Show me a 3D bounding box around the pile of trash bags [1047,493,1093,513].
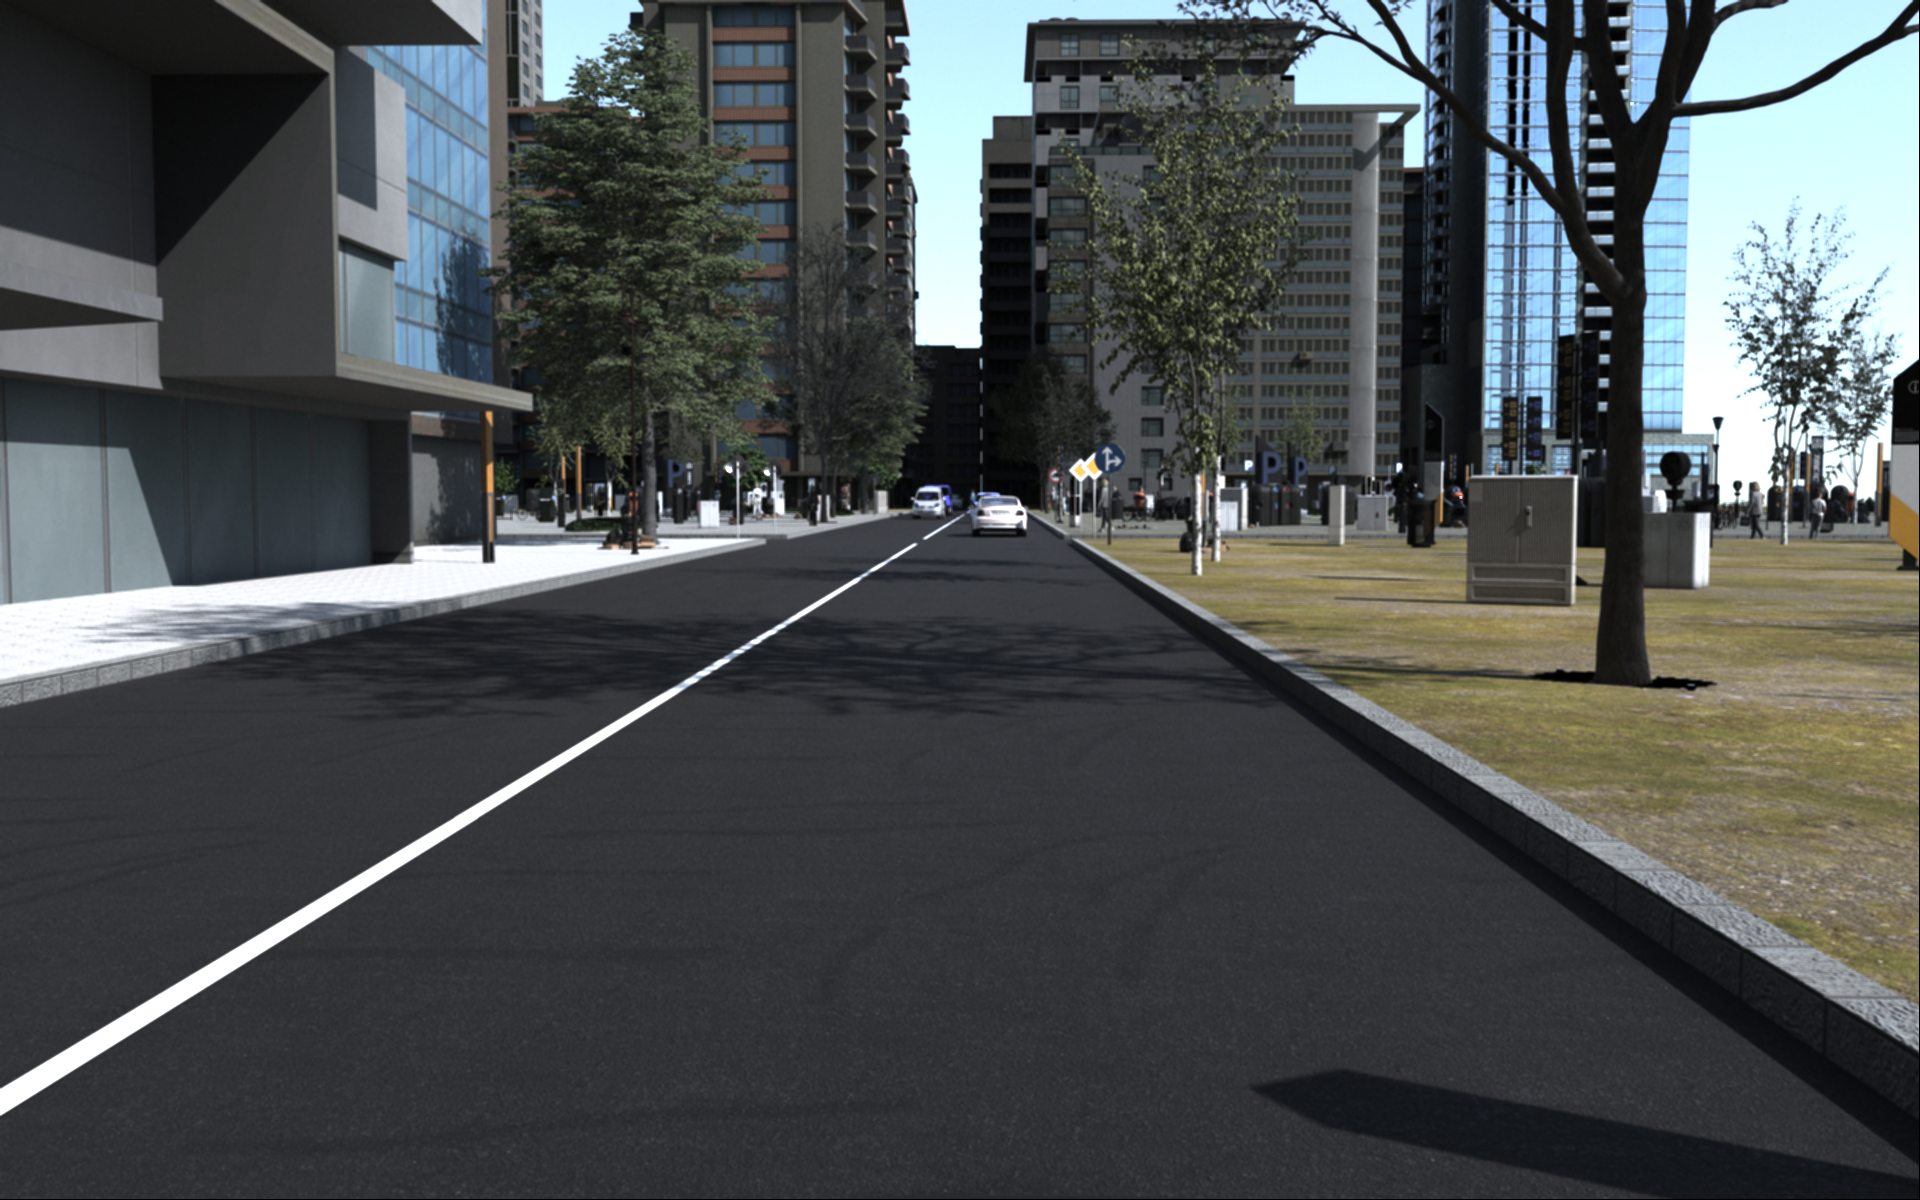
[{"bbox_3d":[7.602,-6.748,120.079,3.447,1.369,1.912,1,4,22],"label":"pile of trash bags"}]

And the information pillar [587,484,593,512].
[{"bbox_3d":[-26.318,-7.258,123.153,0.304,2.012,0.304,2,4,23],"label":"information pillar"}]

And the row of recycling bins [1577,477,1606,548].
[{"bbox_3d":[15.707,-2.179,42.733,1.069,1.692,3.534,1,4,8],"label":"row of recycling bins"}]

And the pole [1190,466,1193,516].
[{"bbox_3d":[9.940,-4.892,73.828,0.158,3.312,0.155,0,3,0],"label":"pole"}]

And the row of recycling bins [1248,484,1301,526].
[{"bbox_3d":[12.753,-3.870,70.381,1.069,1.692,3.534,3,4,38],"label":"row of recycling bins"}]

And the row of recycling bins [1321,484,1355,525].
[{"bbox_3d":[15.865,-3.993,72.393,1.069,1.692,3.534,1,4,23],"label":"row of recycling bins"}]

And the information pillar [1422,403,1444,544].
[{"bbox_3d":[12.085,-3.234,44.238,0.504,3.616,0.183,3,5,40],"label":"information pillar"}]

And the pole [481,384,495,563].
[{"bbox_3d":[-8.788,-2.346,32.205,0.158,3.312,0.155,0,3,0],"label":"pole"}]

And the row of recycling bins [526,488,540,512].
[{"bbox_3d":[-30.722,-7.248,125.623,1.069,1.692,3.534,0,4,-3],"label":"row of recycling bins"}]

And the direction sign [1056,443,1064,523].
[{"bbox_3d":[4.429,-5.183,76.743,0.379,3.537,0.876,1,4,19],"label":"direction sign"}]

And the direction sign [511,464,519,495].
[{"bbox_3d":[-33.328,-8.428,129.792,0.876,3.537,0.379,2,4,33],"label":"direction sign"}]

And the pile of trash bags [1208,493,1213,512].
[{"bbox_3d":[17.881,-6.900,122.562,1.912,1.369,3.447,1,4,15],"label":"pile of trash bags"}]

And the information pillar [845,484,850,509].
[{"bbox_3d":[-8.329,-7.556,128.033,0.304,2.012,0.304,2,4,26],"label":"information pillar"}]

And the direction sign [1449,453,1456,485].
[{"bbox_3d":[27.307,-6.364,96.053,0.379,3.537,0.876,3,4,39],"label":"direction sign"}]

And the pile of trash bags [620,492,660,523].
[{"bbox_3d":[-14.368,-4.126,77.213,1.912,1.369,3.447,0,4,-4],"label":"pile of trash bags"}]

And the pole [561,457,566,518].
[{"bbox_3d":[-21.554,-6.132,94.097,0.158,3.312,0.155,0,3,0],"label":"pole"}]

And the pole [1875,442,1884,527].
[{"bbox_3d":[36.251,-4.554,68.294,0.158,3.312,0.155,0,3,0],"label":"pole"}]

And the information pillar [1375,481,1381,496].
[{"bbox_3d":[22.767,-5.496,94.355,0.304,2.012,0.304,1,4,17],"label":"information pillar"}]

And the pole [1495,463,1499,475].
[{"bbox_3d":[34.923,-7.270,112.711,0.158,3.312,0.155,0,3,0],"label":"pole"}]

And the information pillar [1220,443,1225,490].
[{"bbox_3d":[11.945,-5.374,79.212,0.504,3.616,0.183,-3,5,-43],"label":"information pillar"}]

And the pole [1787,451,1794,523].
[{"bbox_3d":[36.433,-5.021,75.943,0.158,3.312,0.155,0,3,0],"label":"pole"}]

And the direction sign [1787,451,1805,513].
[{"bbox_3d":[44.545,-6.127,92.166,0.876,3.537,0.379,2,4,25],"label":"direction sign"}]

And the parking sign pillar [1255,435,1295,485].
[{"bbox_3d":[14.184,-5.568,79.502,1.447,3.967,1.447,-2,4,-29],"label":"parking sign pillar"}]

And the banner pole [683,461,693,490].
[{"bbox_3d":[-18.240,-7.695,115.831,0.863,3.779,0.401,-2,4,-28],"label":"banner pole"}]

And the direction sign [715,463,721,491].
[{"bbox_3d":[-17.840,-8.302,127.742,0.379,3.537,0.876,2,4,24],"label":"direction sign"}]

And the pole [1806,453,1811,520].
[{"bbox_3d":[42.425,-5.679,86.693,0.158,3.312,0.155,0,3,0],"label":"pole"}]

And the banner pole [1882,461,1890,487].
[{"bbox_3d":[60.885,-7.559,113.609,0.401,3.779,0.863,-3,5,-45],"label":"banner pole"}]

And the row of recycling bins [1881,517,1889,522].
[{"bbox_3d":[44.801,-4.509,80.843,3.534,1.692,1.069,0,4,4],"label":"row of recycling bins"}]

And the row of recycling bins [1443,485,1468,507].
[{"bbox_3d":[31.164,-5.960,104.559,3.534,1.692,1.069,3,4,39],"label":"row of recycling bins"}]

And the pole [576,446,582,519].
[{"bbox_3d":[-16.271,-4.896,73.885,0.158,3.312,0.155,0,3,0],"label":"pole"}]

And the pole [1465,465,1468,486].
[{"bbox_3d":[35.970,-7.900,123.008,0.158,3.312,0.155,0,3,0],"label":"pole"}]

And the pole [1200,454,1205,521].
[{"bbox_3d":[8.793,-4.223,62.893,0.158,3.312,0.155,0,3,0],"label":"pole"}]

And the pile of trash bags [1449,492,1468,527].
[{"bbox_3d":[20.203,-3.610,68.770,1.912,1.369,3.447,0,4,-4],"label":"pile of trash bags"}]

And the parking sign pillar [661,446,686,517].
[{"bbox_3d":[-16.014,-6.640,97.029,1.447,3.967,1.447,3,5,45],"label":"parking sign pillar"}]

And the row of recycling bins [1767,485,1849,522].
[{"bbox_3d":[39.496,-4.502,80.714,3.534,1.692,1.069,3,4,37],"label":"row of recycling bins"}]

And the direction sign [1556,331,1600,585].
[{"bbox_3d":[8.718,-1.989,24.513,0.379,3.537,0.876,-1,4,-18],"label":"direction sign"}]

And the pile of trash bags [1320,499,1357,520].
[{"bbox_3d":[18.497,-4.585,84.711,1.912,1.369,3.447,2,4,29],"label":"pile of trash bags"}]

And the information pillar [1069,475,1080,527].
[{"bbox_3d":[4.425,-3.807,66.732,0.304,2.012,0.304,3,5,45],"label":"information pillar"}]

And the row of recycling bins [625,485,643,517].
[{"bbox_3d":[-15.551,-4.670,83.464,1.069,1.692,3.534,0,4,-7],"label":"row of recycling bins"}]

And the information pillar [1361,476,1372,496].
[{"bbox_3d":[16.281,-3.970,69.406,0.304,2.012,0.304,-2,4,-29],"label":"information pillar"}]

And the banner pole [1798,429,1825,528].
[{"bbox_3d":[32.008,-4.590,65.068,0.863,3.779,0.401,0,4,6],"label":"banner pole"}]

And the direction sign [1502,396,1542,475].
[{"bbox_3d":[13.056,-2.954,40.299,0.876,3.537,0.379,1,4,11],"label":"direction sign"}]

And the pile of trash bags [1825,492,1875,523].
[{"bbox_3d":[39.683,-4.135,77.362,1.912,1.369,3.447,2,4,30],"label":"pile of trash bags"}]

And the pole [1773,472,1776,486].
[{"bbox_3d":[44.843,-6.209,95.360,0.158,3.312,0.155,0,3,0],"label":"pole"}]

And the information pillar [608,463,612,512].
[{"bbox_3d":[-24.594,-7.969,121.653,0.183,3.616,0.504,1,4,9],"label":"information pillar"}]

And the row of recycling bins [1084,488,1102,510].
[{"bbox_3d":[9.859,-7.197,124.777,1.069,1.692,3.534,-1,4,-17],"label":"row of recycling bins"}]

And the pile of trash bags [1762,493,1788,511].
[{"bbox_3d":[61.326,-7.319,129.422,3.447,1.369,1.912,1,4,13],"label":"pile of trash bags"}]

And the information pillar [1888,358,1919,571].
[{"bbox_3d":[15.873,-2.303,29.016,0.504,3.616,0.183,1,4,16],"label":"information pillar"}]

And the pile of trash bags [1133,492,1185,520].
[{"bbox_3d":[10.237,-4.717,86.879,3.447,1.369,1.912,2,4,32],"label":"pile of trash bags"}]

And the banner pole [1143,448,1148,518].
[{"bbox_3d":[10.022,-6.351,93.847,0.401,3.779,0.863,0,4,2],"label":"banner pole"}]

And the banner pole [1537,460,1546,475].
[{"bbox_3d":[42.190,-8.305,125.801,0.863,3.779,0.401,-1,4,-9],"label":"banner pole"}]

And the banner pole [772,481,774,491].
[{"bbox_3d":[-14.270,-8.680,131.942,0.401,3.779,0.863,0,4,4],"label":"banner pole"}]
